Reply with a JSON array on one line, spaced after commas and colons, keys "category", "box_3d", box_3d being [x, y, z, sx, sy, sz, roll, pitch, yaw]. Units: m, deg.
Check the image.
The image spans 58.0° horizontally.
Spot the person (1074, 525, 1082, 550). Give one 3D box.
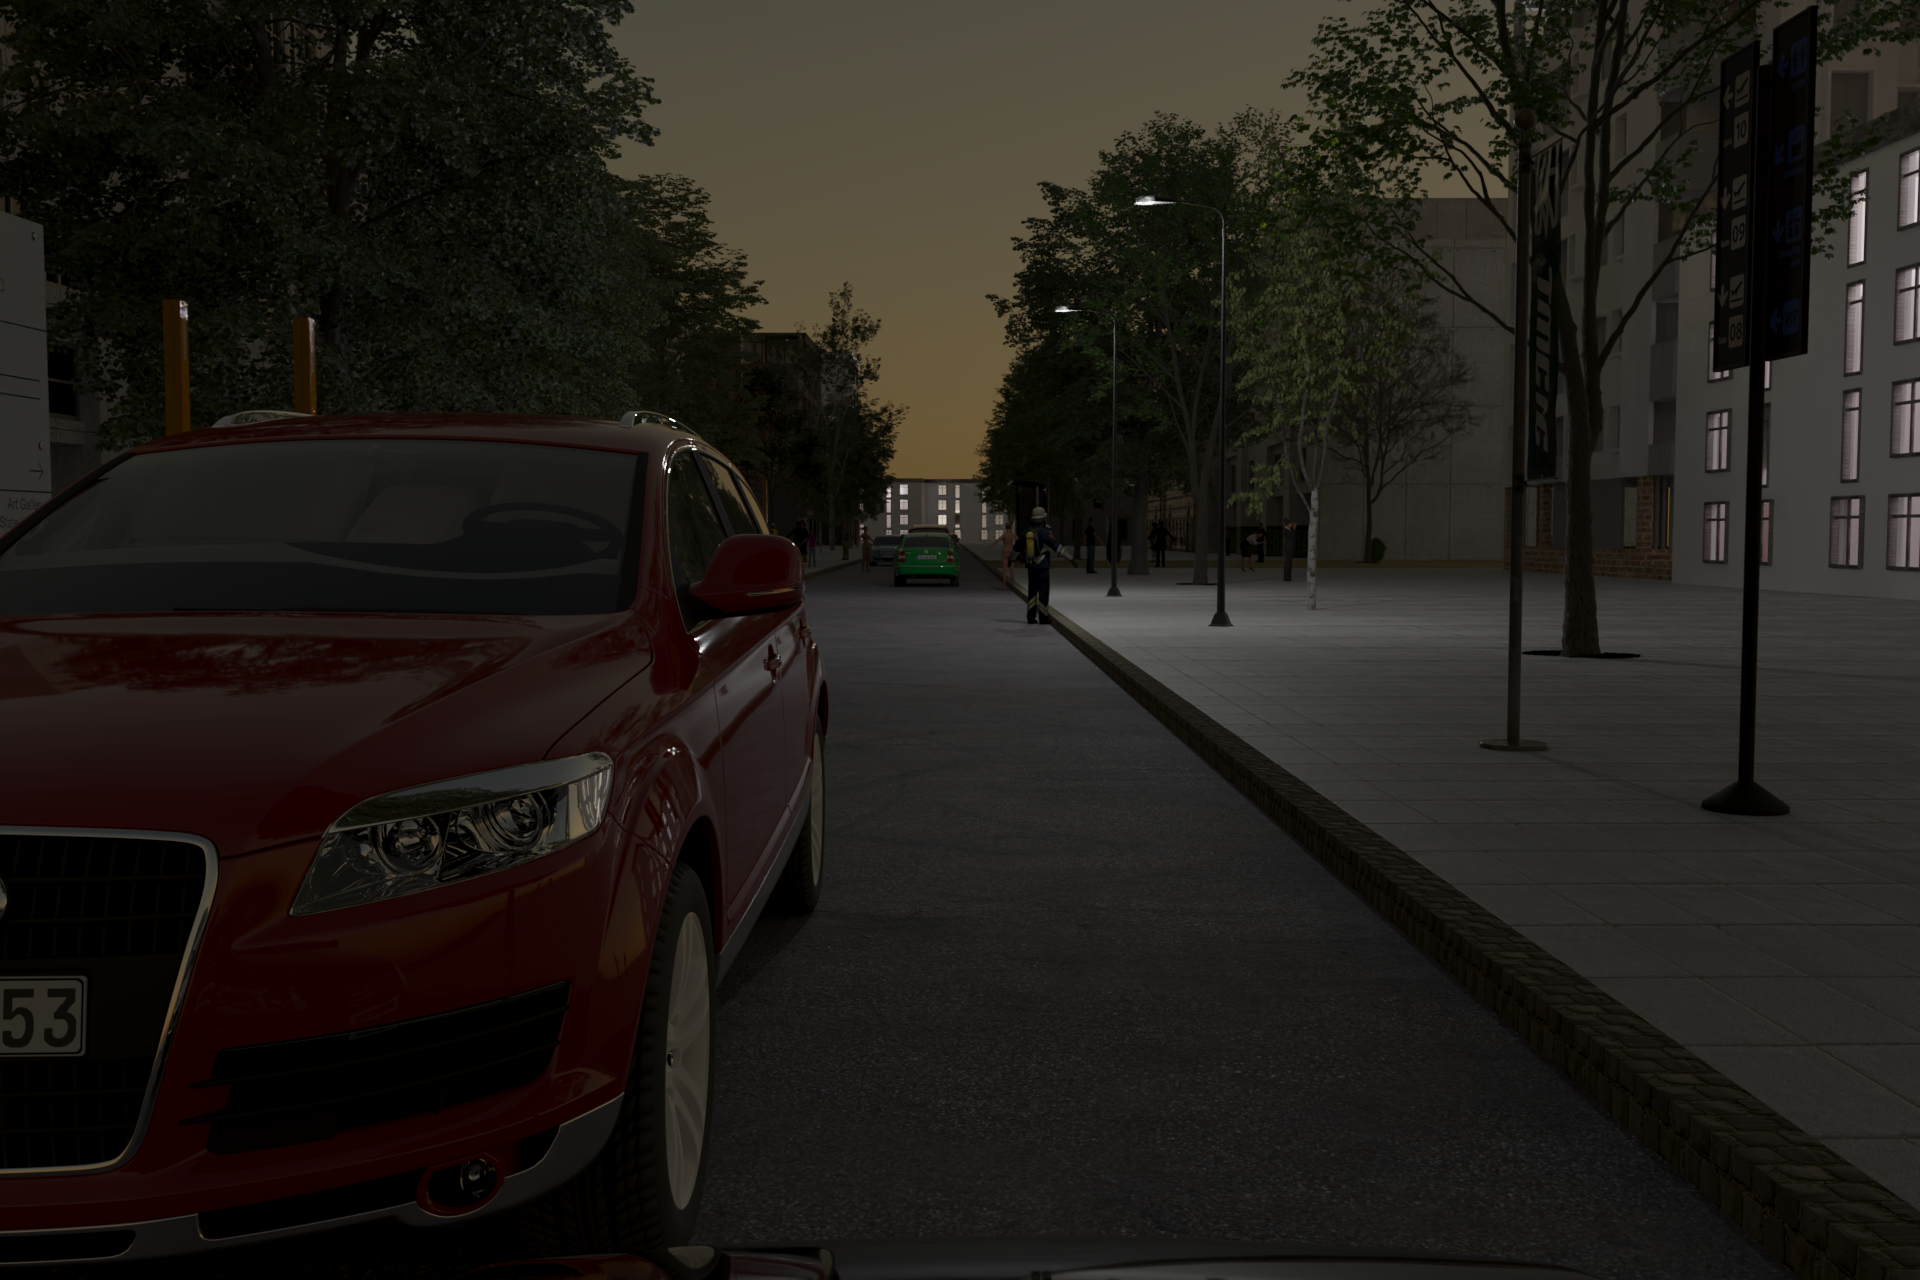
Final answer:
[{"category": "person", "box_3d": [6.744, -5.698, 99.289, 0.704, 1.817, 1.347, 1, 4, 15]}]

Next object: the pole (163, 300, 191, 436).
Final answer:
[{"category": "pole", "box_3d": [-6.852, -1.307, 15.215, 0.158, 3.312, 0.155, 0, 3, 0]}]

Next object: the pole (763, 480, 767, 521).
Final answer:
[{"category": "pole", "box_3d": [-7.348, -4.370, 65.290, 0.158, 3.312, 0.155, 0, 3, 0]}]

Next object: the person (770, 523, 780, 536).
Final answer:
[{"category": "person", "box_3d": [-9.535, -5.032, 88.249, 0.705, 1.833, 1.349, 2, 4, 31]}]

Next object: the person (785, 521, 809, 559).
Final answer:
[{"category": "person", "box_3d": [-6.904, -4.162, 73.980, 1.347, 1.837, 0.705, -1, 4, -10]}]

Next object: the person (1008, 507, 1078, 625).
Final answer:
[{"category": "person", "box_3d": [1.264, -1.179, 27.510, 1.354, 1.856, 0.705, 3, 5, 39]}]

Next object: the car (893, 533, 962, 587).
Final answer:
[{"category": "car", "box_3d": [-0.908, -2.423, 48.415, 1.959, 1.807, 4.718, 0, 4, 0]}]

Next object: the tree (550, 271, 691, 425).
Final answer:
[{"category": "tree", "box_3d": [-8.939, -5.900, 46.828, 4.360, 8.622, 3.978, 0, 3, 0]}]

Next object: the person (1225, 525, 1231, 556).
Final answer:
[{"category": "person", "box_3d": [15.743, -5.862, 101.976, 0.705, 1.813, 1.348, 0, 4, -2]}]

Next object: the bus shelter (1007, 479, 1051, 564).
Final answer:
[{"category": "bus shelter", "box_3d": [3.094, -5.285, 77.690, 1.731, 3.624, 6.357, 0, 4, 0]}]

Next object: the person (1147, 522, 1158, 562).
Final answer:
[{"category": "person", "box_3d": [8.842, -4.457, 79.019, 0.704, 1.843, 1.345, 3, 5, 40]}]

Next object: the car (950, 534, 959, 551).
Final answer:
[{"category": "car", "box_3d": [-1.091, -5.754, 105.881, 2.131, 1.459, 4.920, 0, 4, -1]}]

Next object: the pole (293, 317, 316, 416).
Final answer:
[{"category": "pole", "box_3d": [-6.188, -1.381, 16.428, 0.158, 3.312, 0.155, 0, 3, 0]}]

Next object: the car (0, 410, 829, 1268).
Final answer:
[{"category": "car", "box_3d": [-1.535, 0.220, 5.075, 2.281, 1.827, 5.304, 0, 3, 0]}]

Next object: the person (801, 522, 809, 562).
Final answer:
[{"category": "person", "box_3d": [-7.096, -4.422, 78.432, 0.704, 1.812, 1.346, 1, 4, 19]}]

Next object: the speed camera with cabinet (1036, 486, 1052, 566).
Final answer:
[{"category": "speed camera with cabinet", "box_3d": [3.398, -4.682, 70.893, 0.660, 3.252, 2.038, 0, 4, -1]}]

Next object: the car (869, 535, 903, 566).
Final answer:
[{"category": "car", "box_3d": [-3.211, -4.096, 78.974, 2.014, 1.417, 4.499, 0, 4, 0]}]

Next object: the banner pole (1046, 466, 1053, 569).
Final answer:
[{"category": "banner pole", "box_3d": [3.236, -4.492, 63.456, 0.401, 3.779, 0.863, 0, 3, 0]}]

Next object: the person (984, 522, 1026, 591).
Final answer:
[{"category": "person", "box_3d": [1.184, -2.100, 43.599, 1.217, 1.733, 0.721, -1, 4, -21]}]

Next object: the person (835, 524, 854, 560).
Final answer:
[{"category": "person", "box_3d": [-5.689, -4.858, 85.706, 1.348, 1.796, 0.705, 3, 5, 44]}]

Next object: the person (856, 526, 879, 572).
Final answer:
[{"category": "person", "box_3d": [-3.513, -3.440, 65.497, 0.721, 1.733, 1.217, 3, 5, 40]}]

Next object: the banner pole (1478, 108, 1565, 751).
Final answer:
[{"category": "banner pole", "box_3d": [3.329, -1.227, 10.071, 0.401, 3.779, 0.863, 0, 4, -1]}]

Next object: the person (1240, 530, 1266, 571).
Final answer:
[{"category": "person", "box_3d": [10.028, -3.073, 59.473, 0.799, 1.438, 0.628, -1, 4, -11]}]

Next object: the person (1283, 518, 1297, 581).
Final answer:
[{"category": "person", "box_3d": [8.976, -2.442, 46.779, 0.445, 1.727, 0.742, -2, 4, -24]}]

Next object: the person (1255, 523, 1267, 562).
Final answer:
[{"category": "person", "box_3d": [13.595, -4.419, 78.475, 0.704, 1.802, 1.346, -1, 4, -23]}]

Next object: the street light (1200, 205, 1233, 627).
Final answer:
[{"category": "street light", "box_3d": [4.171, -3.142, 23.920, 1.470, 5.913, 1.316, 0, 4, -1]}]

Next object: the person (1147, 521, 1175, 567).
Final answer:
[{"category": "person", "box_3d": [7.808, -3.750, 67.491, 1.347, 1.806, 0.705, -1, 4, -18]}]

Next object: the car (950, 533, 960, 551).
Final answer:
[{"category": "car", "box_3d": [-1.074, -8.343, 145.445, 2.155, 1.783, 4.494, 0, 4, 0]}]

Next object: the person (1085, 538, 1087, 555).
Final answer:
[{"category": "person", "box_3d": [7.794, -6.026, 104.705, 0.705, 1.806, 1.347, 1, 4, 21]}]

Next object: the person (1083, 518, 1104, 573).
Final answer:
[{"category": "person", "box_3d": [4.296, -3.074, 56.477, 0.705, 1.803, 1.348, -1, 4, -22]}]

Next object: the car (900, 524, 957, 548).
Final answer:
[{"category": "car", "box_3d": [-1.229, -3.661, 68.533, 2.281, 1.827, 5.304, 0, 4, -1]}]

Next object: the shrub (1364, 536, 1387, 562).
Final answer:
[{"category": "shrub", "box_3d": [19.090, -4.186, 79.559, 1.383, 1.207, 1.383, 0, 3, 0]}]

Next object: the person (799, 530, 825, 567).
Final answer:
[{"category": "person", "box_3d": [-5.726, -3.529, 66.965, 0.991, 1.433, 0.599, 0, 4, -7]}]

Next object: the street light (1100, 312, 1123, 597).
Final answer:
[{"category": "street light", "box_3d": [3.701, -3.842, 35.366, 1.470, 5.913, 1.316, 0, 4, -1]}]

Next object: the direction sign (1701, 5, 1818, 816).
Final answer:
[{"category": "direction sign", "box_3d": [3.653, -0.976, 7.952, 0.379, 3.537, 0.876, 0, 4, 0]}]
